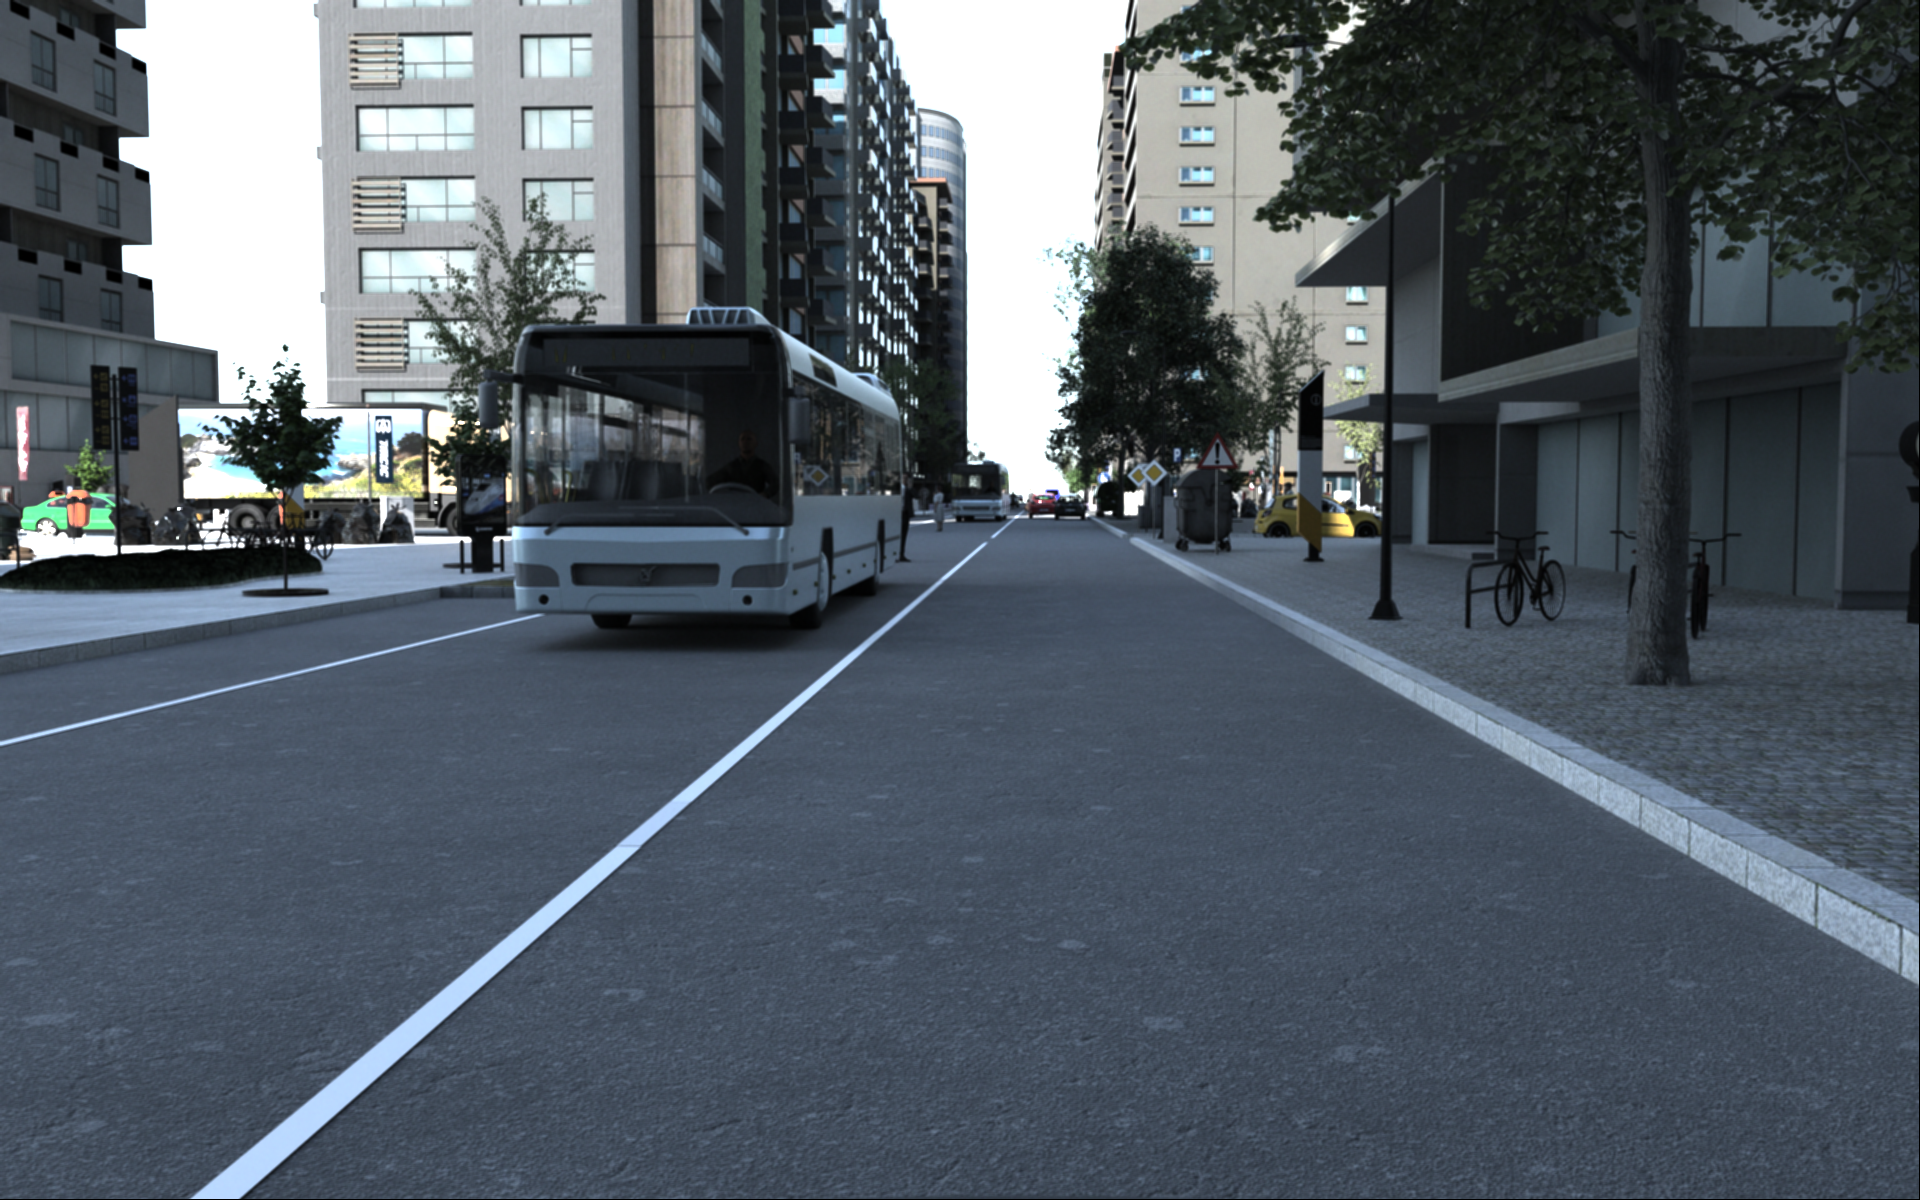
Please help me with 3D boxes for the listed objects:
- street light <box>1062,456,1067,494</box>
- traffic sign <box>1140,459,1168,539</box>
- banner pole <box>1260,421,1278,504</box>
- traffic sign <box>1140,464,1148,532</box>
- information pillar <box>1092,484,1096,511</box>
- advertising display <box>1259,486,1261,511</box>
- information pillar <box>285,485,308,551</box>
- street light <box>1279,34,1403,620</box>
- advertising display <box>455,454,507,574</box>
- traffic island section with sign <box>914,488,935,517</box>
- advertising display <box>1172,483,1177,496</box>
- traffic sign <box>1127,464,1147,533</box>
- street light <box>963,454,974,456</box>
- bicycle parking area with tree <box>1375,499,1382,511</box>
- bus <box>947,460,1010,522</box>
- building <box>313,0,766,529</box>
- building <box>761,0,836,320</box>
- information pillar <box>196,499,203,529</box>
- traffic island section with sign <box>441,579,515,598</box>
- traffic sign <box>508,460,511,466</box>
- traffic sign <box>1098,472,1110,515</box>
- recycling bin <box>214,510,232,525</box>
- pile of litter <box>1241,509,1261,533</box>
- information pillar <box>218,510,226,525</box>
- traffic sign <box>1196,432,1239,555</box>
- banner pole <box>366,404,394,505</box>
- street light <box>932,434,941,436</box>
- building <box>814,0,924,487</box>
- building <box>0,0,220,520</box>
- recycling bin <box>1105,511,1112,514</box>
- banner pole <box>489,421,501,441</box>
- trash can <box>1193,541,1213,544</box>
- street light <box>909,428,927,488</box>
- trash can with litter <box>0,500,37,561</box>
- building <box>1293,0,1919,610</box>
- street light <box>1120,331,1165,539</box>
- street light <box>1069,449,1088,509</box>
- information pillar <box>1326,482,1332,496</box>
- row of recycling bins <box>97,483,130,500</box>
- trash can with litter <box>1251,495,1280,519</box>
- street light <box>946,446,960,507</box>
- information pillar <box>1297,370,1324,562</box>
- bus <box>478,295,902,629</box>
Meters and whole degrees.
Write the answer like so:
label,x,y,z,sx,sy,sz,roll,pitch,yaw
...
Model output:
label,x,y,z,sx,sy,sz,roll,pitch,yaw
street light,11.473,-12.518,177.208,1.470,5.913,1.316,0,4,3
traffic sign,5.534,-2.800,49.418,0.795,2.450,0.064,0,4,3
banner pole,10.634,-4.212,58.888,0.401,3.779,0.863,2,4,31
traffic sign,6.260,-3.423,58.089,0.606,2.300,0.079,1,4,9
information pillar,9.986,-7.628,129.202,0.304,2.012,0.304,0,4,1
advertising display,22.663,-7.585,129.230,0.123,1.923,0.974,-2,4,-33
information pillar,-14.776,-2.878,38.416,0.183,3.616,0.504,2,4,31
street light,3.831,-2.759,17.647,1.470,5.913,1.316,0,4,3
advertising display,-7.810,-1.411,28.288,0.123,1.923,0.974,2,4,33
traffic island section with sign,-2.167,-6.027,107.162,1.989,1.847,2.006,0,4,3
advertising display,13.417,-6.138,105.575,0.974,1.923,0.123,-1,4,-17
traffic sign,5.918,-3.288,57.394,0.795,2.450,0.064,0,4,3
street light,0.863,-13.846,198.917,1.470,5.913,1.316,0,4,3
bicycle parking area with tree,33.506,-8.522,126.328,9.016,4.147,8.231,3,5,40
bus,1.175,-6.016,93.217,2.948,3.499,13.247,0,4,4
building,-15.754,-23.516,68.087,14.154,41.232,14.086,0,4,3
building,-19.046,-27.219,99.660,22.147,44.769,28.867,0,4,3
information pillar,-26.675,-4.240,60.681,0.183,3.616,0.504,-1,4,-9
traffic island section with sign,-6.135,-0.987,24.767,1.989,1.847,2.006,0,4,3
traffic sign,-8.082,-1.982,32.407,0.884,2.594,0.081,1,4,9
traffic sign,8.334,-6.120,100.164,0.768,2.556,0.104,0,4,8
recycling bin,-30.528,-3.640,72.063,0.722,1.027,0.722,1,4,17
pile of litter,10.151,-2.638,57.100,1.719,0.858,1.176,3,5,39
information pillar,-30.184,-4.057,70.816,0.304,2.012,0.304,-2,4,-25
traffic sign,5.420,-2.232,36.491,0.884,2.594,0.081,1,4,11
banner pole,-16.196,-3.560,48.227,0.863,3.779,0.401,-1,4,-16
street light,-2.217,-9.932,134.922,1.470,5.913,1.316,0,4,3
building,-16.084,-34.239,179.420,23.786,49.044,30.456,0,4,3
building,-52.331,-29.671,74.354,27.495,52.752,28.713,0,4,3
recycling bin,9.348,-5.991,110.509,0.722,1.027,0.722,0,4,0
banner pole,-13.324,-3.619,49.185,0.401,3.779,0.863,3,4,36
trash can,6.301,-2.023,44.723,0.748,1.137,0.748,0,3,0
street light,-2.980,-9.091,121.183,1.470,5.913,1.316,0,4,3
trash can with litter,-18.234,-1.346,33.393,1.055,1.170,0.624,2,4,26
building,21.450,-27.000,30.685,28.713,52.752,27.495,0,4,3
street light,5.262,-4.700,49.382,1.470,5.913,1.316,0,4,3
street light,10.032,-10.544,144.928,1.470,5.913,1.316,0,4,3
information pillar,22.725,-6.251,106.695,0.304,2.012,0.304,2,4,31
row of recycling bins,-31.209,-3.559,65.301,3.534,1.692,1.069,1,4,14
trash can with litter,15.870,-4.709,88.043,2.233,1.210,1.678,1,4,13
street light,-0.723,-11.870,166.612,1.470,5.913,1.316,0,4,3
information pillar,6.655,-2.538,32.859,0.504,3.616,0.183,-1,4,-12
bus,-2.546,-1.616,21.283,2.948,3.499,13.247,0,4,3
